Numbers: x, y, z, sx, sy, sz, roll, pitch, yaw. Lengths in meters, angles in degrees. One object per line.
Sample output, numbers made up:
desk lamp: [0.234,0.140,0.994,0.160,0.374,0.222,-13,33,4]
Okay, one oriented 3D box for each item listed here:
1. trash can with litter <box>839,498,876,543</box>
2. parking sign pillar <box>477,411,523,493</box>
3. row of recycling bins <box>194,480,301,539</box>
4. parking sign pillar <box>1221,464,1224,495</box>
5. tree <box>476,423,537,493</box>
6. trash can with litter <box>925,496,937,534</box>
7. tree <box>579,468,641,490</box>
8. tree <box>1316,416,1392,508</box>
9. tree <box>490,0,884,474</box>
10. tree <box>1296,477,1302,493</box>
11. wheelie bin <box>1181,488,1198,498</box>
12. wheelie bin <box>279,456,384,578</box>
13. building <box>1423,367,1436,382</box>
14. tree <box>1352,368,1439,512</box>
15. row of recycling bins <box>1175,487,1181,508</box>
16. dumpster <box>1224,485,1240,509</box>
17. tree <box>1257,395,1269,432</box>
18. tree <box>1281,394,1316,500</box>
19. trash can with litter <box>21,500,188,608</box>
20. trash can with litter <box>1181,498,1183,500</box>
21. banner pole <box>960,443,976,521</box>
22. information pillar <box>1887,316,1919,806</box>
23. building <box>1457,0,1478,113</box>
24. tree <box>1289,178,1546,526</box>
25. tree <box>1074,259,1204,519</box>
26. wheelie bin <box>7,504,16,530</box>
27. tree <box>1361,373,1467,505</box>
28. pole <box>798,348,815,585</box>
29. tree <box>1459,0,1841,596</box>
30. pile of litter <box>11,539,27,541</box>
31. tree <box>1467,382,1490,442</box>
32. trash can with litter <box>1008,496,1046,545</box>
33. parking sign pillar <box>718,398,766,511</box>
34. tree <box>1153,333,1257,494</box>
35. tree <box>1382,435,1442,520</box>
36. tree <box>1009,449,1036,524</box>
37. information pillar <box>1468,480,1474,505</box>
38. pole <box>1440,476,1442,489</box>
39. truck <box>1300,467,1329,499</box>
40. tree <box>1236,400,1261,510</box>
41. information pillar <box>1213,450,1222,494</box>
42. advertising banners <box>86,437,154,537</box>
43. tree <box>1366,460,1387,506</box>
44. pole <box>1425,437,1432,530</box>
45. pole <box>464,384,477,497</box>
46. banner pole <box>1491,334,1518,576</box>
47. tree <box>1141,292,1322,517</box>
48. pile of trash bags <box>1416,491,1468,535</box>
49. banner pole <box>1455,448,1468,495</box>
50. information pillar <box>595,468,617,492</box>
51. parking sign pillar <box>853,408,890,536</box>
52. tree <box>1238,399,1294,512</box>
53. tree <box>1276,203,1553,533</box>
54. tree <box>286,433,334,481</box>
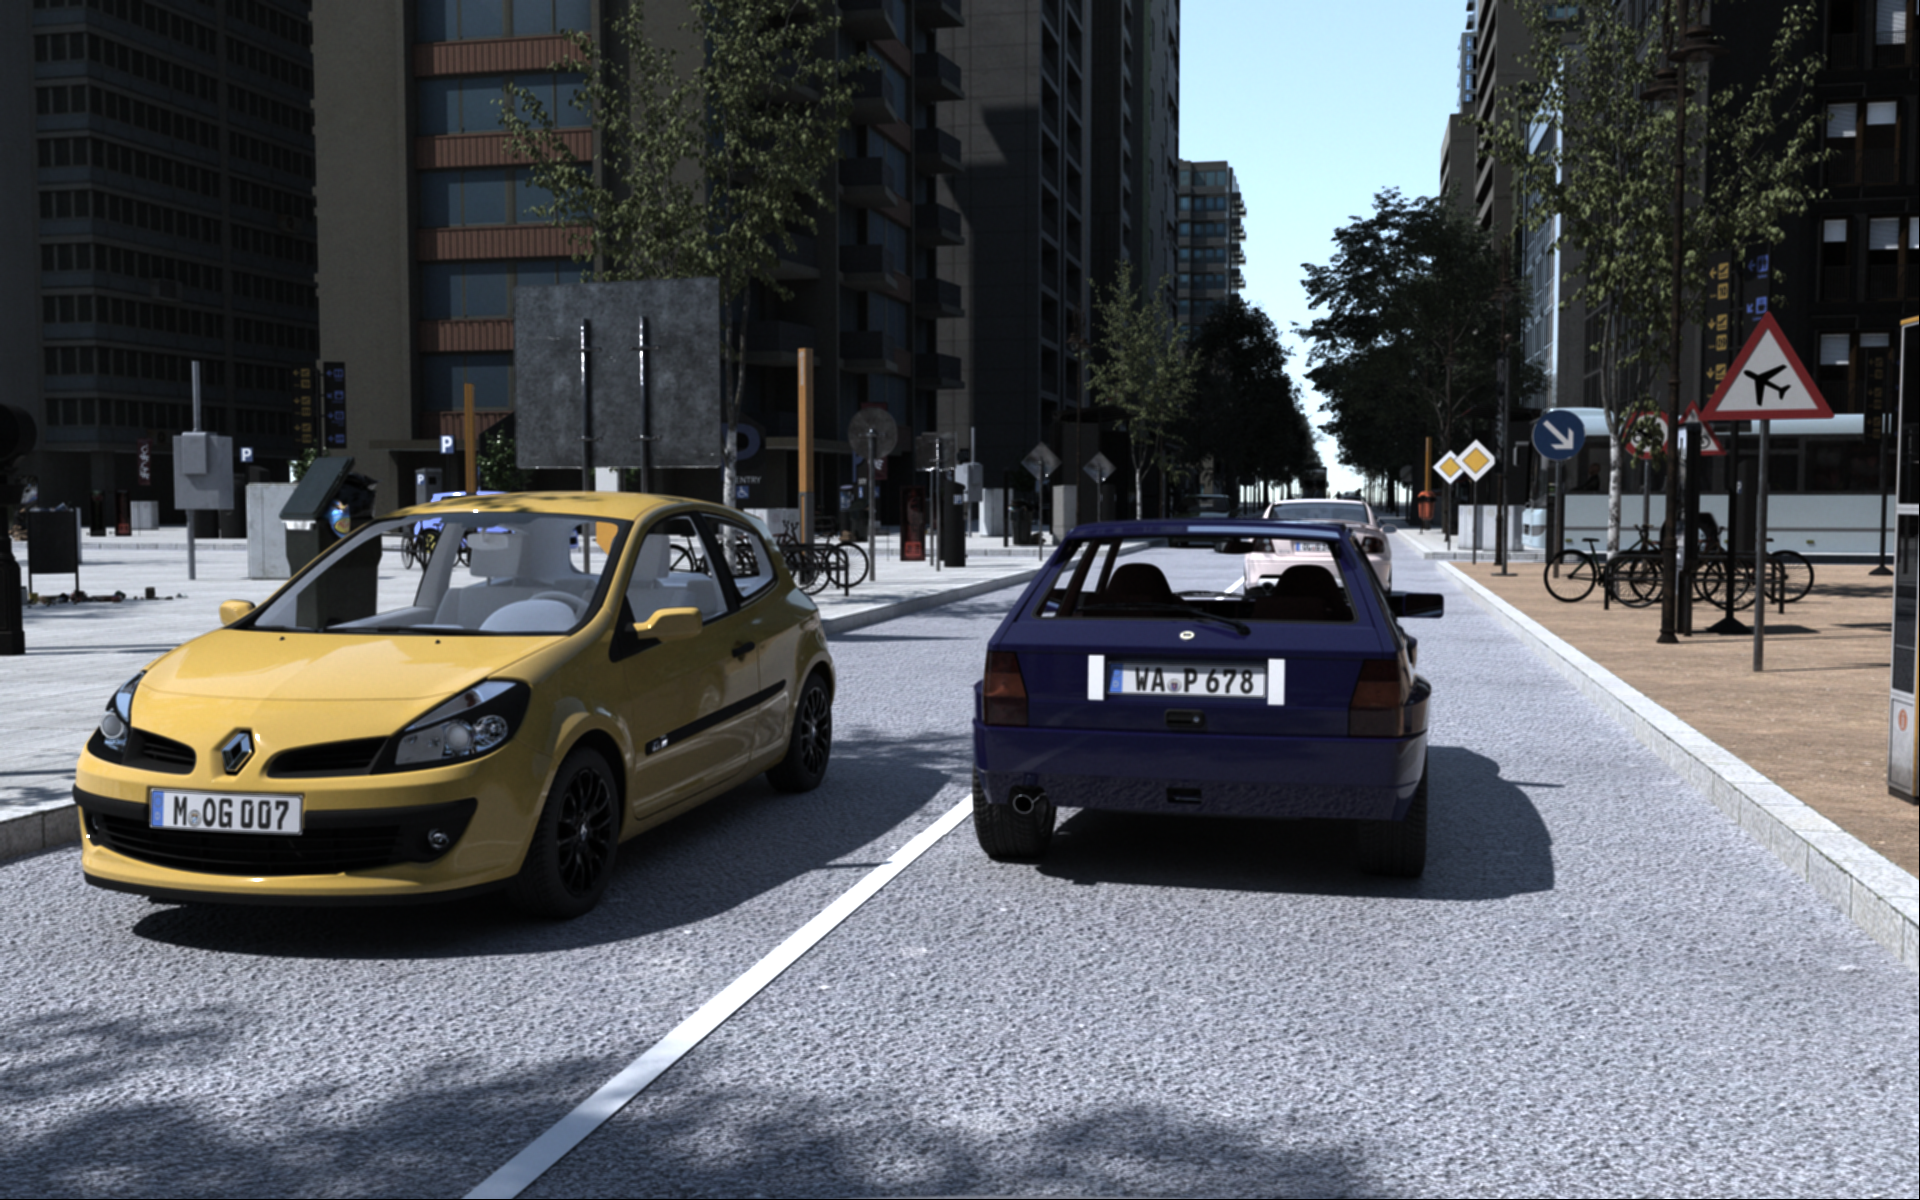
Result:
trash can with litter: [-2.741,-2.114,45.950,0.624,1.170,1.055,2,4,29]
parking sign pillar: [-14.106,-3.954,53.121,1.447,3.967,1.447,-2,4,-27]
row of recycling bins: [-20.544,-2.640,50.277,3.534,1.692,1.069,0,4,-4]
parking sign pillar: [16.563,-7.466,110.533,1.447,3.967,1.447,1,4,14]
tree: [-12.322,-3.211,47.102,1.663,3.219,1.824,0,3,0]
trash can with litter: [-0.768,-2.755,56.109,1.678,1.210,2.233,2,4,31]
tree: [-9.434,-3.228,47.386,1.663,3.219,1.824,0,3,0]
tree: [39.857,-15.325,160.937,12.009,13.543,11.850,0,3,0]
tree: [-2.873,-4.259,20.005,4.737,8.622,4.395,0,3,0]
tree: [49.359,-18.357,250.499,4.360,8.622,3.978,0,3,0]
wheelie bin: [11.123,-4.637,83.723,0.980,1.594,0.693,1,4,12]
wheelie bin: [-5.314,-0.415,14.701,0.980,1.594,0.693,3,5,42]
building: [76.006,-29.730,257.788,14.160,30.474,14.107,1,4,13]
tree: [31.664,-12.299,126.836,9.928,11.665,9.643,0,3,0]
row of recycling bins: [8.924,-4.229,76.260,1.069,1.692,3.534,1,4,22]
dumpster: [17.733,-6.619,113.973,1.264,1.857,1.865,1,4,13]
tree: [12.903,-8.264,85.478,4.360,8.622,3.978,0,3,0]
tree: [38.181,-17.960,204.017,12.009,13.543,11.850,0,3,0]
trash can with litter: [-10.356,-0.586,20.641,2.233,1.210,1.678,-3,4,-38]
trash can with litter: [10.696,-4.521,85.306,0.624,1.170,1.055,3,5,39]
banner pole: [0.377,-5.746,83.959,0.863,3.779,0.401,0,4,-2]
information pillar: [4.090,-0.165,7.188,0.304,2.012,0.304,1,4,8]
building: [75.896,-56.291,233.036,22.319,86.520,31.000,1,4,13]
tree: [18.385,-9.971,69.680,9.857,13.997,8.962,0,3,0]
tree: [5.613,-6.339,54.000,4.737,8.622,4.395,0,3,0]
wheelie bin: [-33.341,-3.267,61.326,0.980,1.594,0.693,3,5,40]
tree: [26.272,-9.191,100.633,4.360,8.622,3.978,0,3,0]
pole: [-2.159,-1.863,24.311,0.158,3.312,0.155,0,3,0]
tree: [8.475,-4.354,21.546,4.737,8.622,4.395,0,3,0]
pile of litter: [-25.650,-2.078,47.932,1.176,0.858,1.719,2,4,27]
tree: [32.502,-9.623,107.698,4.360,8.622,3.978,0,3,0]
trash can with litter: [1.667,-1.971,43.616,0.624,1.170,1.055,3,5,39]
parking sign pillar: [-5.987,-3.618,47.629,1.447,3.967,1.447,0,4,-6]
tree: [10.548,-7.865,78.948,4.360,8.622,3.978,0,3,0]
tree: [22.850,-6.291,86.572,4.285,4.588,4.351,0,3,0]
tree: [2.725,-4.878,74.353,1.663,3.219,1.824,0,3,0]
information pillar: [26.819,-5.276,90.756,0.304,2.012,0.304,-1,4,-10]
pole: [29.087,-6.776,104.637,0.158,3.312,0.155,0,3,0]
truck: [36.902,-11.699,180.189,2.839,4.237,11.283,1,4,12]
tree: [24.927,-12.787,143.474,8.767,10.594,7.601,1,4,16]
information pillar: [13.688,-6.171,92.248,0.504,3.616,0.183,-2,4,-24]
advertising banners: [-25.657,-3.473,52.964,0.090,3.025,2.074,3,5,41]
tree: [44.536,-14.149,181.703,4.737,8.622,4.395,0,3,0]
pole: [16.759,-4.167,61.978,0.158,3.312,0.155,0,3,0]
pole: [-9.057,-2.338,32.073,0.158,3.312,0.155,0,3,0]
banner pole: [8.430,-2.257,26.926,0.401,3.779,0.863,2,4,34]
tree: [15.532,-11.112,98.687,9.611,12.733,9.660,0,3,0]
pile of trash bags: [15.879,-2.745,54.628,1.912,1.369,3.447,-3,5,-39]
banner pole: [24.198,-5.736,83.803,0.863,3.779,0.401,3,5,40]
information pillar: [-5.151,-2.088,25.491,0.504,3.616,0.183,2,4,29]
parking sign pillar: [-2.894,-3.990,53.716,1.447,3.967,1.447,-2,4,-24]
tree: [20.688,-10.394,120.298,4.737,8.622,4.395,0,3,0]
tree: [15.606,-7.464,56.445,7.601,10.594,8.767,-1,4,-12]
tree: [-19.945,-3.589,53.281,1.663,3.219,1.824,0,3,0]
